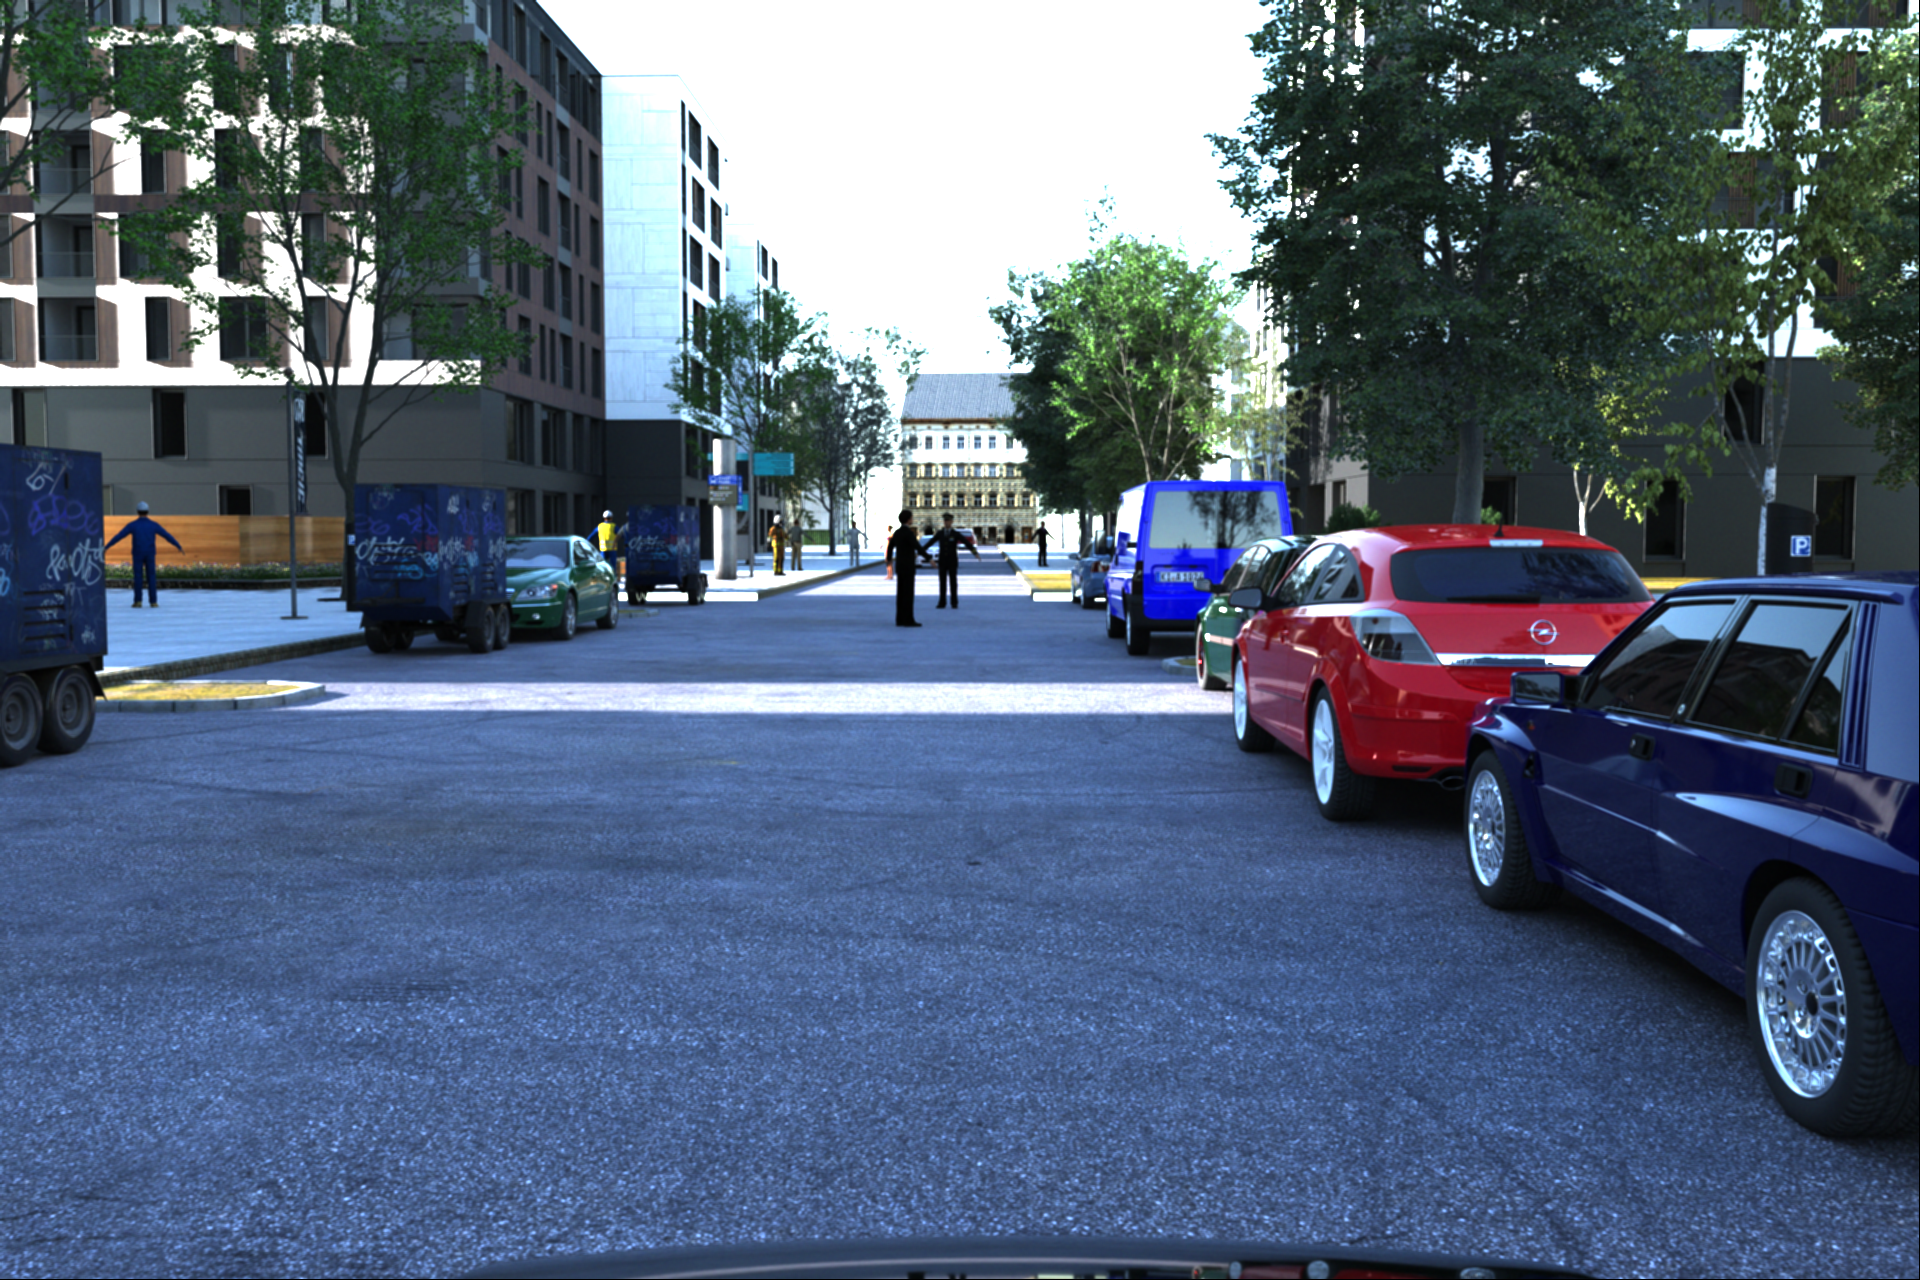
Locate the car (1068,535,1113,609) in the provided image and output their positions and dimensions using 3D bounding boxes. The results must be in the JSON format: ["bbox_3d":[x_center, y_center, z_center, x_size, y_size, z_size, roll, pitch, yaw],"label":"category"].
[{"bbox_3d":[3.194,-1.374,34.471,2.014,1.417,4.499,0,4,0],"label":"car"}]

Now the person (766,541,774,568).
[{"bbox_3d":[-6.988,-3.426,65.287,0.599,1.433,0.991,2,4,30],"label":"person"}]

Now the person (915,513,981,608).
[{"bbox_3d":[-0.238,-1.533,33.465,1.347,1.837,0.705,1,4,14],"label":"person"}]

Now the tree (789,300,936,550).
[{"bbox_3d":[-8.717,-17.440,141.029,12.611,20.169,13.585,0,3,0],"label":"tree"}]

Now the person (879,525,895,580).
[{"bbox_3d":[-2.304,-2.782,54.739,0.721,1.733,1.217,-1,4,-22],"label":"person"}]

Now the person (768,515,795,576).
[{"bbox_3d":[-5.552,-2.905,53.271,0.705,1.858,1.354,2,4,28],"label":"person"}]

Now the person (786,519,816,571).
[{"bbox_3d":[-5.690,-3.308,60.356,1.348,1.796,0.705,1,4,15],"label":"person"}]

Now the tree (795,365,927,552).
[{"bbox_3d":[-7.548,-13.001,122.931,12.009,13.543,11.850,0,3,0],"label":"tree"}]

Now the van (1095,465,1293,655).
[{"bbox_3d":[2.940,-1.085,22.127,2.240,2.365,5.245,0,4,0],"label":"van"}]

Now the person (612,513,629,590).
[{"bbox_3d":[-7.433,-2.051,39.386,1.347,1.847,0.705,2,4,30],"label":"person"}]

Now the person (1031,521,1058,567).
[{"bbox_3d":[3.284,-3.797,68.313,1.346,1.802,0.704,-3,4,-38],"label":"person"}]

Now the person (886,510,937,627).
[{"bbox_3d":[-0.817,-1.116,26.882,0.705,1.806,1.347,-2,4,-35],"label":"person"}]

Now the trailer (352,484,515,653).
[{"bbox_3d":[-6.375,-0.817,20.402,1.471,1.999,3.904,0,4,1],"label":"trailer"}]

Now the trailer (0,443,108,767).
[{"bbox_3d":[-6.507,-0.195,10.236,1.471,1.999,3.904,0,4,1],"label":"trailer"}]

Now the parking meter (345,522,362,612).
[{"bbox_3d":[-9.999,-1.243,28.731,0.372,1.533,0.369,0,3,0],"label":"parking meter"}]

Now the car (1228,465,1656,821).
[{"bbox_3d":[2.716,-0.067,10.134,2.155,1.783,4.494,0,4,1],"label":"car"}]

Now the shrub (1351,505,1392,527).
[{"bbox_3d":[10.227,-2.441,43.948,1.661,2.075,1.752,0,3,0],"label":"shrub"}]

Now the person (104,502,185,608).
[{"bbox_3d":[-14.289,-1.495,30.318,1.347,1.842,0.705,-2,4,-32],"label":"person"}]

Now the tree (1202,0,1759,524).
[{"bbox_3d":[9.167,-7.601,30.939,9.857,13.997,8.962,0,3,0],"label":"tree"}]

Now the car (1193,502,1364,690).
[{"bbox_3d":[3.051,-0.300,14.685,2.009,1.686,4.222,0,4,0],"label":"car"}]

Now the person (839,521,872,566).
[{"bbox_3d":[-4.180,-3.834,68.874,1.347,1.806,0.705,-1,4,-16],"label":"person"}]

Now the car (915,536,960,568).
[{"bbox_3d":[-1.027,-3.755,73.760,2.083,1.381,4.827,0,4,1],"label":"car"}]

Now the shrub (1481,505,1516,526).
[{"bbox_3d":[14.382,-2.643,47.262,1.661,2.075,1.752,0,3,0],"label":"shrub"}]

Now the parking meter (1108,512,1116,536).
[{"bbox_3d":[4.048,-2.404,45.021,0.399,1.863,0.255,0,4,0],"label":"parking meter"}]

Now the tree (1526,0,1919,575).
[{"bbox_3d":[8.798,-4.208,19.159,4.737,8.622,4.395,0,3,0],"label":"tree"}]

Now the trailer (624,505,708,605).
[{"bbox_3d":[-5.972,-1.678,34.485,1.471,1.999,3.904,0,4,1],"label":"trailer"}]

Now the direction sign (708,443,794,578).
[{"bbox_3d":[-6.126,-3.830,51.375,2.525,3.948,1.411,0,3,0],"label":"direction sign"}]

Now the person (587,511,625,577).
[{"bbox_3d":[-8.401,-2.170,41.449,1.349,1.833,0.705,0,4,7],"label":"person"}]

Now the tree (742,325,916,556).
[{"bbox_3d":[-7.768,-11.767,102.756,12.009,13.543,11.850,0,3,0],"label":"tree"}]

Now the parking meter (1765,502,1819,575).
[{"bbox_3d":[6.612,-0.330,13.807,0.372,1.533,0.369,0,3,0],"label":"parking meter"}]

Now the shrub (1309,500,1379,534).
[{"bbox_3d":[8.945,-2.211,40.194,1.661,2.075,1.752,0,3,0],"label":"shrub"}]

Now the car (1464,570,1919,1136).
[{"bbox_3d":[2.869,0.435,5.465,1.945,1.354,3.894,0,3,0],"label":"car"}]

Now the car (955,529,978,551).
[{"bbox_3d":[0.190,-7.263,127.423,2.281,1.827,5.304,0,4,0],"label":"car"}]

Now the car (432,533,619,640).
[{"bbox_3d":[-6.142,-0.798,24.845,2.131,1.459,4.920,0,4,0],"label":"car"}]

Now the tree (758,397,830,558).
[{"bbox_3d":[-8.711,-8.617,91.250,4.737,8.622,4.395,0,3,0],"label":"tree"}]
